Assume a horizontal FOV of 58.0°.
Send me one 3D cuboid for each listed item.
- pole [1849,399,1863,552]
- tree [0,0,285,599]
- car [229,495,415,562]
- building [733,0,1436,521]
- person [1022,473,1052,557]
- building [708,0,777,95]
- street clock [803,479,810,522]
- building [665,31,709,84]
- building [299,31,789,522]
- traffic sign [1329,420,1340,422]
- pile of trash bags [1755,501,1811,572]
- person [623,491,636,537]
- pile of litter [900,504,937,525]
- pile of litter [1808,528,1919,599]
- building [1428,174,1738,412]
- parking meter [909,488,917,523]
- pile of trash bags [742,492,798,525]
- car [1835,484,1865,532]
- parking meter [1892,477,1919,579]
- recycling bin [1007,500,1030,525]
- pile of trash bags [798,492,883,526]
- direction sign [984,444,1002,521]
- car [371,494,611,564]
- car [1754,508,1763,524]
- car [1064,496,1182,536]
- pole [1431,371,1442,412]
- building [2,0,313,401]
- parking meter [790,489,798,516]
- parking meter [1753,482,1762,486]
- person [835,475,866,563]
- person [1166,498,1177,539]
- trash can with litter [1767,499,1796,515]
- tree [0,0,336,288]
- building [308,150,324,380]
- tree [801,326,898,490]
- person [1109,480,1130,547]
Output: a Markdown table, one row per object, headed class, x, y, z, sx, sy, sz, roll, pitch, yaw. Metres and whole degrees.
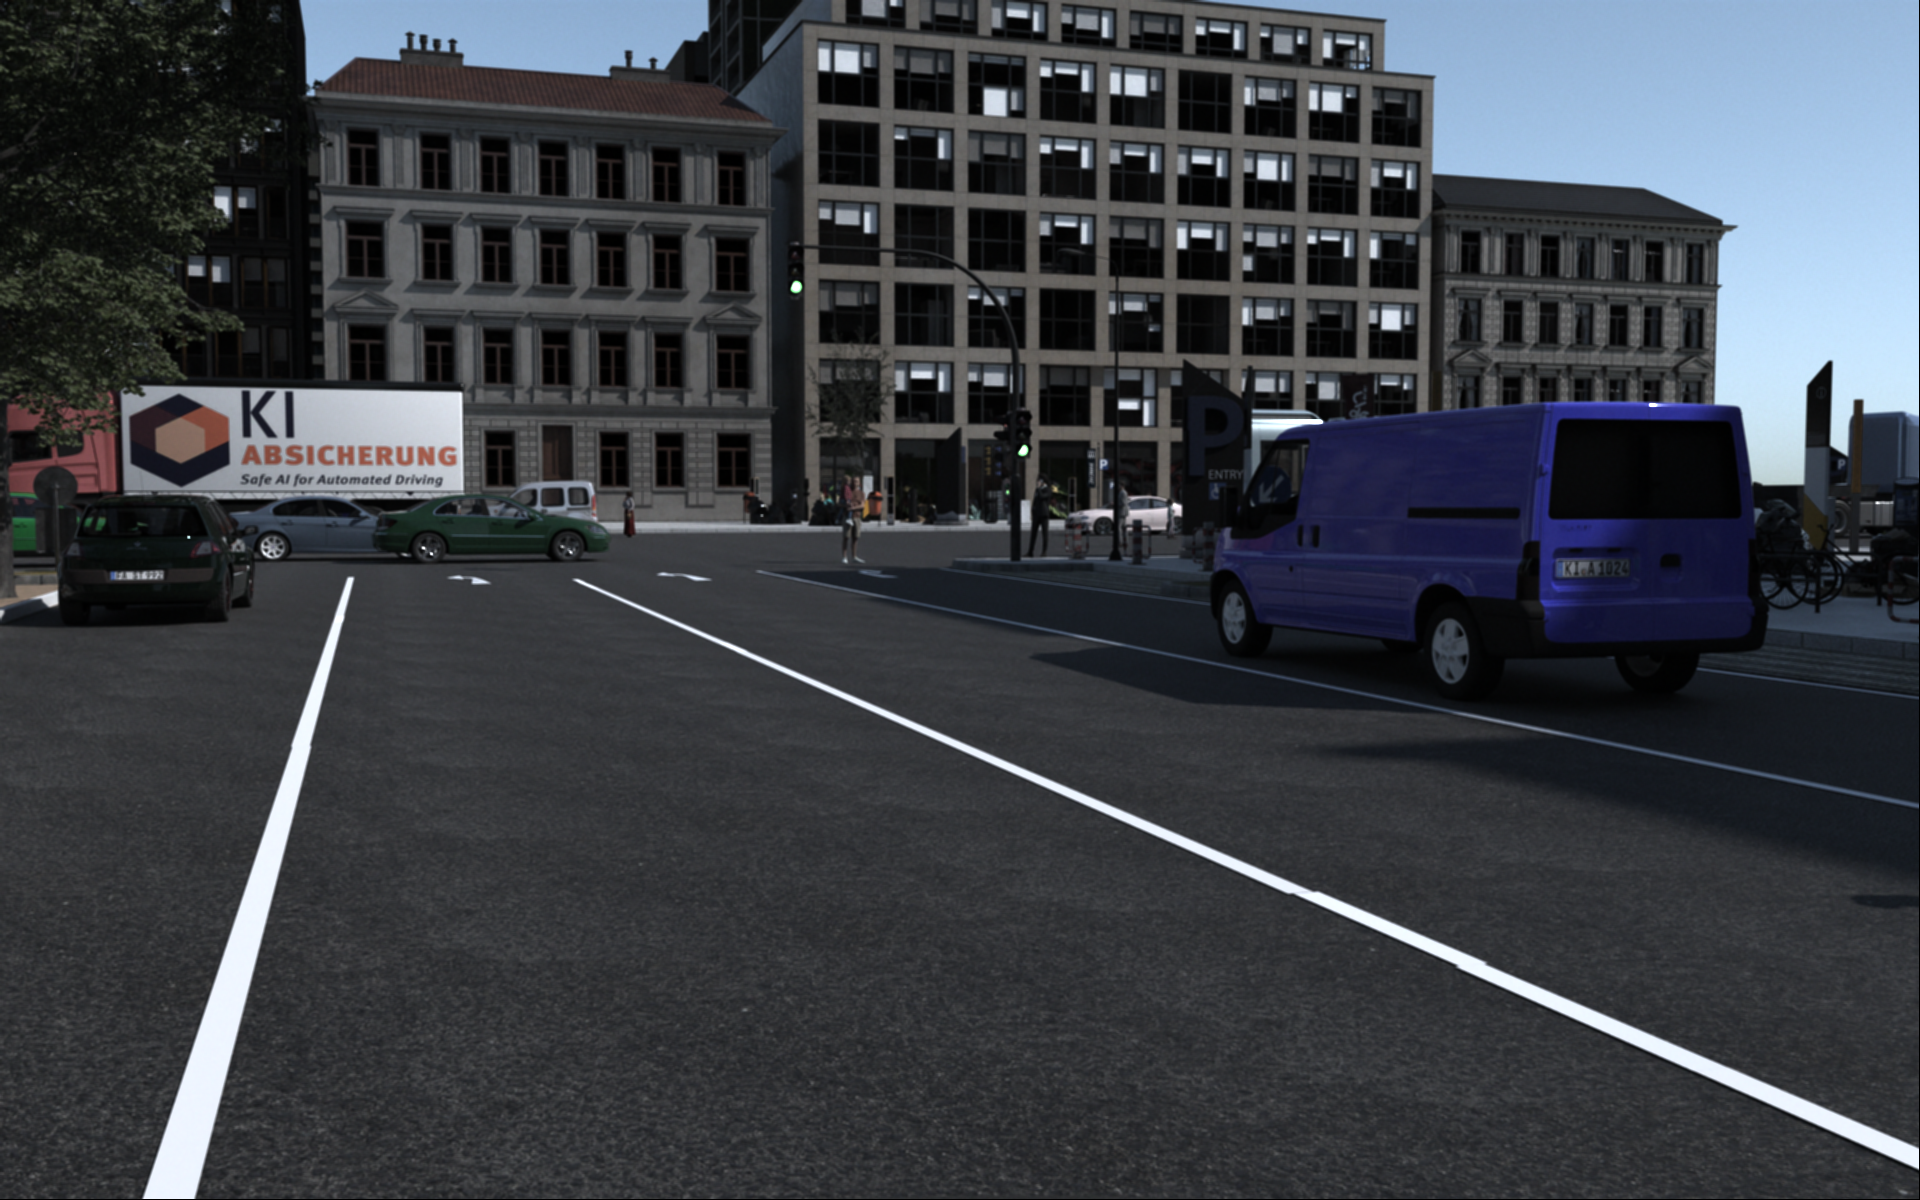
| class | x | y | z | sx | sy | sz | roll | pitch | yaw |
| --- | --- | --- | --- | --- | --- | --- | --- | --- | --- |
| pole | 19.384 | -2.668 | 37.457 | 0.158 | 3.312 | 0.155 | 0 | 3 | 0 |
| tree | -13.397 | -6.307 | 23.708 | 7.486 | 12.596 | 7.792 | 0 | 3 | 0 |
| car | -13.604 | -1.579 | 37.820 | 4.499 | 1.417 | 2.014 | -1 | 4 | -18 |
| building | 5.757 | -17.791 | 95.401 | 34.151 | 26.468 | 19.350 | -1 | 4 | -19 |
| person | 1.784 | -1.920 | 39.250 | 0.648 | 1.900 | 0.474 | 3 | 5 | 44 |
| building | -12.466 | -43.775 | 153.966 | 20.563 | 71.187 | 20.611 | -1 | 4 | -19 |
| street clock | -7.157 | -4.657 | 80.716 | 0.358 | 2.002 | 0.471 | 0 | 4 | -5 |
| building | -21.286 | -31.848 | 170.824 | 14.600 | 45.320 | 14.200 | -1 | 4 | -19 |
| building | -19.747 | -15.058 | 82.363 | 21.152 | 22.565 | 11.583 | -1 | 4 | -19 |
| traffic sign | 6.445 | -1.813 | 29.745 | 0.768 | 2.556 | 0.104 | -1 | 4 | -17 |
| pile of trash bags | 12.363 | -1.172 | 28.917 | 3.447 | 1.369 | 1.912 | 2 | 4 | 30 |
| person | -10.999 | -2.853 | 57.609 | 0.387 | 1.526 | 0.523 | -3 | 4 | -37 |
| pile of litter | -1.988 | -3.951 | 78.569 | 1.176 | 0.858 | 1.719 | -3 | 4 | -38 |
| pile of litter | 11.554 | -0.472 | 21.677 | 1.176 | 0.858 | 1.719 | -2 | 4 | -24 |
| building | 32.723 | -14.351 | 99.258 | 19.286 | 19.102 | 10.561 | -1 | 4 | -19 |
| parking meter | -2.105 | -4.201 | 77.105 | 0.372 | 1.533 | 0.369 | 0 | 3 | 0 |
| pile of trash bags | -8.320 | -3.953 | 74.385 | 1.912 | 1.369 | 3.447 | -3 | 4 | -39 |
| car | 32.761 | -3.388 | 64.062 | 5.304 | 1.827 | 2.281 | -1 | 4 | -20 |
| parking meter | 14.250 | -1.081 | 26.082 | 0.372 | 1.533 | 0.369 | 0 | 3 | 0 |
| recycling bin | 2.462 | -3.660 | 72.397 | 0.722 | 1.027 | 0.722 | 3 | 4 | 38 |
| pile of trash bags | -4.482 | -3.658 | 69.563 | 3.447 | 1.369 | 1.912 | 3 | 4 | 37 |
| direction sign | 1.493 | -5.313 | 78.865 | 0.876 | 3.537 | 0.379 | -2 | 4 | -25 |
| car | -9.899 | -1.525 | 36.738 | 4.920 | 1.459 | 2.131 | -1 | 4 | -20 |
| car | 20.711 | -2.281 | 49.290 | 4.499 | 1.417 | 2.014 | -1 | 4 | -18 |
| car | 6.017 | -2.975 | 61.007 | 4.827 | 1.381 | 2.083 | -1 | 4 | -20 |
| pole | 7.911 | -2.141 | 28.850 | 0.158 | 3.312 | 0.155 | 0 | 3 | 0 |
| building | -37.381 | -15.104 | 76.623 | 15.834 | 23.373 | 12.332 | -1 | 4 | -19 |
| parking meter | -7.698 | -4.405 | 80.427 | 0.372 | 1.533 | 0.369 | 0 | 3 | 0 |
| parking meter | 38.710 | -4.794 | 84.096 | 0.399 | 1.863 | 0.255 | -1 | 4 | -11 |
| person | -2.292 | -1.683 | 35.992 | 0.573 | 1.828 | 0.580 | 2 | 4 | 25 |
| person | 6.748 | -2.593 | 55.168 | 0.394 | 1.301 | 0.425 | -1 | 4 | -9 |
| trash can with litter | 17.355 | -1.514 | 36.147 | 0.624 | 1.170 | 1.055 | -1 | 4 | -22 |
| tree | -10.441 | -4.883 | 16.712 | 8.767 | 10.594 | 7.601 | -1 | 4 | -19 |
| building | -78.102 | -37.436 | 235.773 | 21.600 | 48.544 | 21.300 | -1 | 4 | -19 |
| tree | -4.630 | -7.627 | 75.062 | 4.360 | 8.622 | 3.978 | 0 | 3 | 0 |
| person | 4.311 | -2.346 | 47.049 | 0.583 | 1.804 | 0.606 | 0 | 4 | -2 |
